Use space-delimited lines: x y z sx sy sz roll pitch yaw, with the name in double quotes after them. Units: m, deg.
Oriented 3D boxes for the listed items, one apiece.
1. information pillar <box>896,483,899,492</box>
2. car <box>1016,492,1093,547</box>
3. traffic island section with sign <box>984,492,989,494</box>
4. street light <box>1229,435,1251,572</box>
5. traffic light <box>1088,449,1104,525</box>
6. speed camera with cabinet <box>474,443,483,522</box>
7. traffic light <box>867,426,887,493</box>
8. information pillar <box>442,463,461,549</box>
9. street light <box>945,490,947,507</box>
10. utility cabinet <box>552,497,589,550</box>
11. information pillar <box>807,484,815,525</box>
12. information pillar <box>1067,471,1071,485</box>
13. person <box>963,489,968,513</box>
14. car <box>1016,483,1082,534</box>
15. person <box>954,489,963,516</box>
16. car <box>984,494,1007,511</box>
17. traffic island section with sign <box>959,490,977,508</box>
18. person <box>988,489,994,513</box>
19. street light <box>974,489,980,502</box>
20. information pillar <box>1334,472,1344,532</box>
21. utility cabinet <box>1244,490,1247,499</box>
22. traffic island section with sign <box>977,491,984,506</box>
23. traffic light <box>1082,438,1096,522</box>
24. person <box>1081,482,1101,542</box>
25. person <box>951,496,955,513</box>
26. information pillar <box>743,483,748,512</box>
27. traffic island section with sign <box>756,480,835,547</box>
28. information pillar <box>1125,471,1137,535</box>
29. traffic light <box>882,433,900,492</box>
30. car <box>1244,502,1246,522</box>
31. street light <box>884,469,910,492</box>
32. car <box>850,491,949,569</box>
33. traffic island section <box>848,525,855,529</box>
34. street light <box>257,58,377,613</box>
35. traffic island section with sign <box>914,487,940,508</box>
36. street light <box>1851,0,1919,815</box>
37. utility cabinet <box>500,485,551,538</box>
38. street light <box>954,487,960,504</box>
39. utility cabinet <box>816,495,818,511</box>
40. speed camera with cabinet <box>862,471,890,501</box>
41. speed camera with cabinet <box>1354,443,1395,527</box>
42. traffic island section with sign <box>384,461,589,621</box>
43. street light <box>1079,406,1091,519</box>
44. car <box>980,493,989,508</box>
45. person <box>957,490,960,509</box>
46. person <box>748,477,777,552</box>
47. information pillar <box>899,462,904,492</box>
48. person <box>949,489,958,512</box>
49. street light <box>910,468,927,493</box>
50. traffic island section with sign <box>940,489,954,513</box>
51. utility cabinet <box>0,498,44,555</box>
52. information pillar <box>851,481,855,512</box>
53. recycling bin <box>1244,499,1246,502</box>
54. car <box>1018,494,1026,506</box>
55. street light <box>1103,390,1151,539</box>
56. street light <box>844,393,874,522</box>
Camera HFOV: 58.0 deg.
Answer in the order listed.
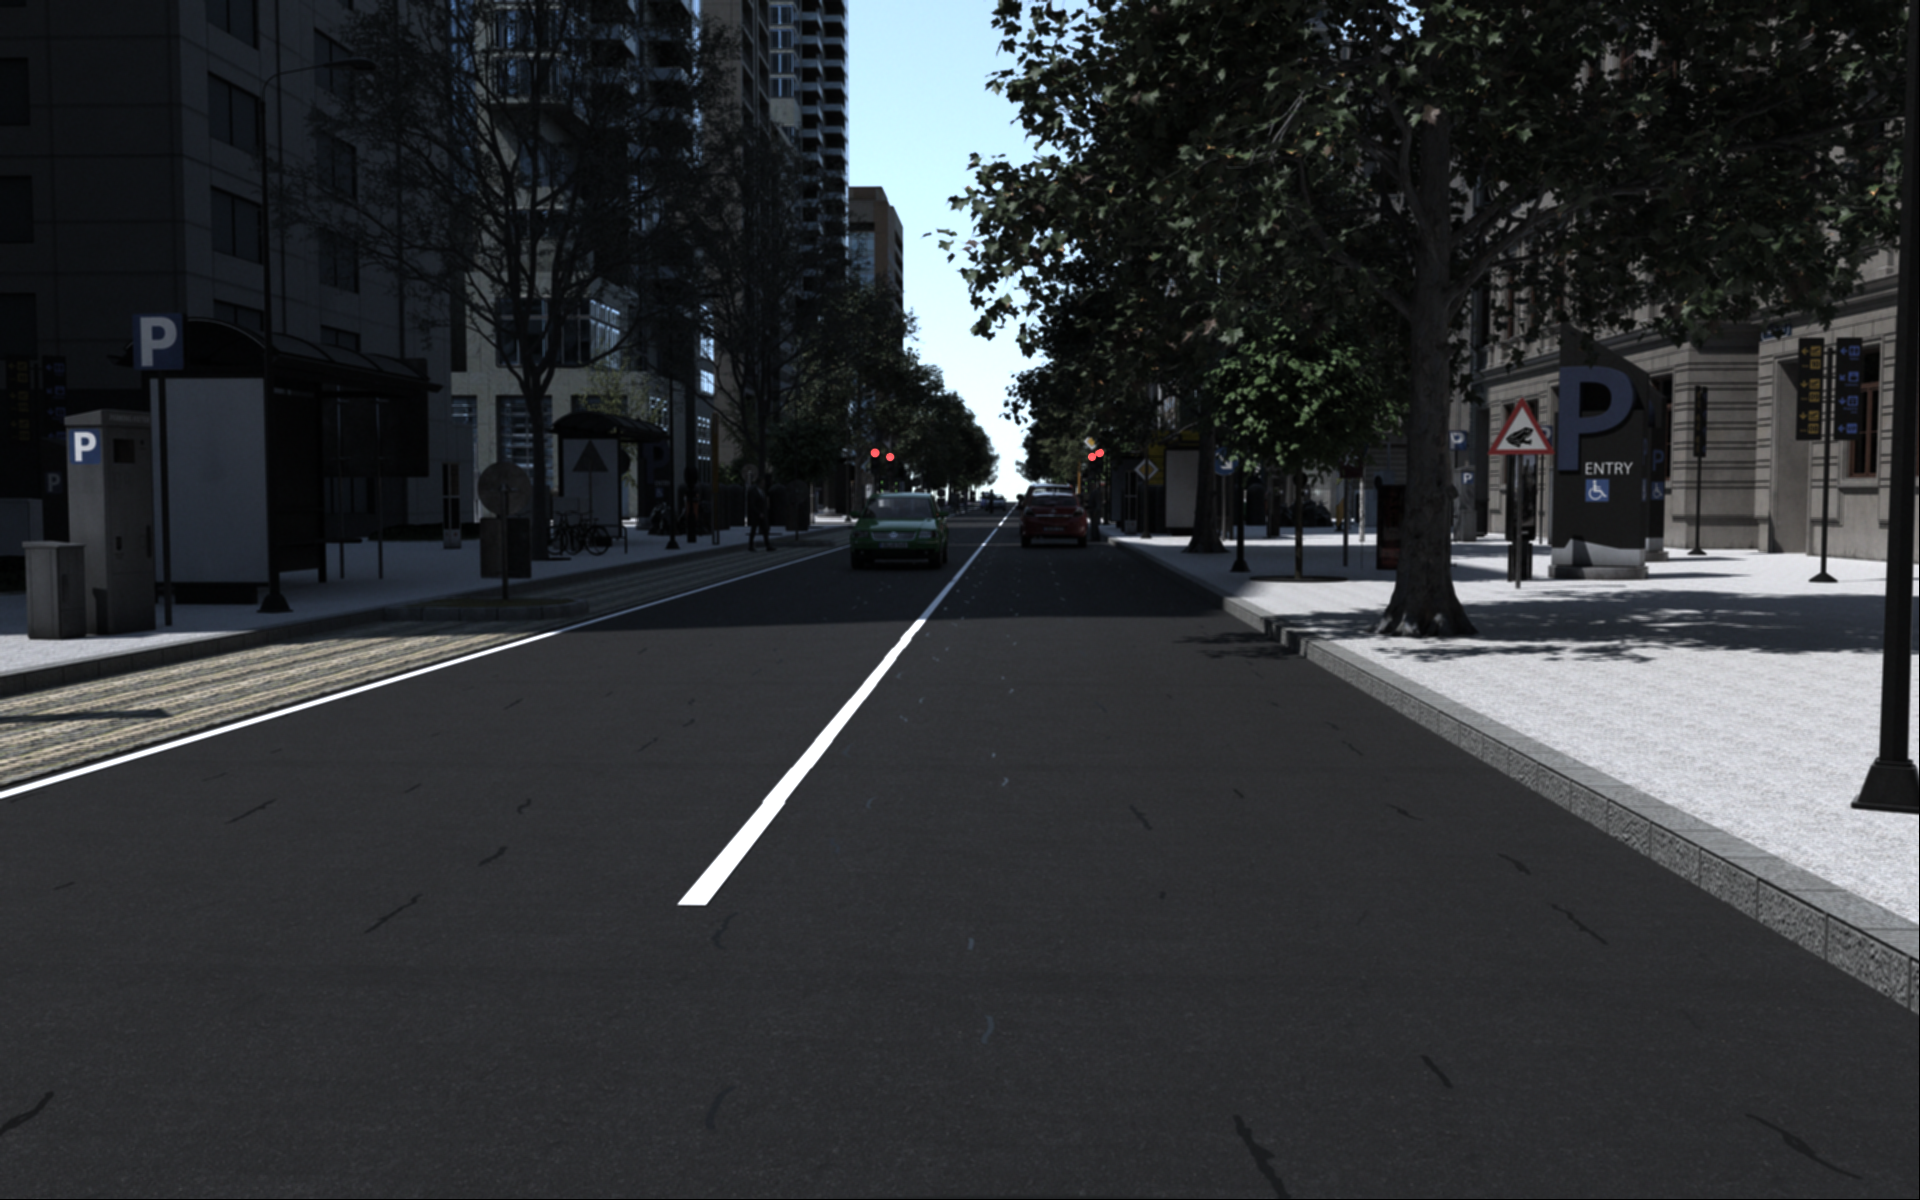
-4.091 -6.490 110.599 0.304 2.012 0.304 2 4 32 "information pillar"
2.615 -2.387 48.072 2.155 1.783 4.494 0 4 3 "car"
3.584 -15.448 261.200 1.989 1.847 2.006 0 4 2 "traffic island section with sign"
4.084 -3.418 28.432 1.470 5.913 1.316 0 4 2 "street light"
5.730 -5.051 71.497 0.839 4.253 0.868 0 4 2 "traffic light"
-19.105 -4.503 67.958 0.660 3.252 2.038 -1 4 -12 "speed camera with cabinet"
-3.475 -5.071 71.825 0.839 4.253 0.868 0 4 2 "traffic light"
-11.900 -2.205 40.539 0.304 2.012 0.304 3 5 42 "information pillar"
-1.735 -11.236 156.253 1.470 5.913 1.316 0 4 2 "street light"
-8.965 -1.758 39.909 1.020 1.237 0.306 3 5 41 "utility cabinet"
-6.315 -4.188 72.968 0.304 2.012 0.304 1 4 20 "information pillar"
9.447 -9.705 150.025 0.504 3.616 0.183 3 5 41 "information pillar"
0.414 -7.429 129.978 0.388 1.821 0.555 -2 4 -32 "person"
3.114 -3.145 60.092 2.281 1.827 5.304 0 4 0 "car"
-0.115 -6.491 114.903 0.573 1.790 0.520 0 4 3 "person"
3.041 -8.321 148.053 2.014 1.417 4.499 0 4 2 "car"
0.513 -10.436 179.252 1.989 1.847 2.006 0 4 2 "traffic island section with sign"
2.312 -7.384 129.412 0.473 1.802 0.592 2 4 23 "person"
2.166 -17.715 262.183 1.470 5.913 1.316 0 4 2 "street light"
13.083 -4.161 59.394 0.504 3.616 0.183 -3 5 -43 "information pillar"
17.465 -5.801 103.523 1.173 1.500 0.318 1 4 22 "utility cabinet"
1.537 -12.092 206.333 1.989 1.847 2.006 0 4 2 "traffic island section with sign"
6.030 -5.539 79.477 0.839 4.253 0.868 0 4 2 "traffic light"
3.985 -2.677 52.452 0.590 1.801 0.661 -1 4 -10 "person"
-0.417 -7.122 127.537 0.503 1.515 0.523 -1 4 -15 "person"
-14.603 -6.943 118.016 0.304 2.012 0.304 0 4 -6 "information pillar"
-4.446 -2.364 47.279 1.989 1.847 2.006 0 4 2 "traffic island section with sign"
5.378 -3.057 54.477 0.304 2.012 0.304 -1 4 -20 "information pillar"
-3.176 -5.559 79.805 0.839 4.253 0.868 0 4 2 "traffic light"
10.765 -4.145 76.570 4.718 1.807 1.959 0 4 0 "car"
-3.856 -7.904 101.774 1.470 5.913 1.316 0 4 2 "street light"
-1.180 -1.587 34.740 1.959 1.807 4.718 0 4 2 "car"
-3.515 -3.039 71.962 2.009 0.180 2.903 0 4 2 "traffic island section"
-6.905 -2.818 18.619 1.470 5.913 1.316 0 4 2 "street light"
-2.357 -5.762 102.830 1.989 1.847 2.006 0 4 2 "traffic island section with sign"
3.284 -2.105 6.952 1.470 5.913 1.316 0 4 2 "street light"
-10.694 -2.075 42.605 1.173 1.500 0.318 -2 4 -33 "utility cabinet"
-0.997 -12.566 177.991 1.470 5.913 1.316 0 4 2 "street light"
-10.612 -7.101 127.261 0.306 1.237 1.020 0 4 -2 "utility cabinet"
-5.101 -6.886 106.914 2.038 3.252 0.660 -2 4 -34 "speed camera with cabinet"
16.257 -4.502 67.948 0.660 3.252 2.038 -1 4 -19 "speed camera with cabinet"
-5.463 -0.716 20.343 1.989 1.847 2.006 0 4 2 "traffic island section with sign"
5.506 -6.046 71.398 1.470 5.913 1.316 0 4 2 "street light"
2.979 -10.226 176.787 1.945 1.707 3.694 0 4 4 "car"
-0.221 -9.384 161.951 0.705 1.821 1.348 0 4 -6 "person"
-4.918 -2.116 42.881 0.755 1.850 0.659 2 4 29 "person"
-3.772 -7.347 111.480 0.183 3.616 0.504 -3 5 -39 "information pillar"
-0.532 -7.664 133.784 0.713 1.824 0.794 -1 4 -21 "person"
-3.034 -9.218 123.253 1.470 5.913 1.316 0 4 2 "street light"
-1.349 -7.409 129.767 1.989 1.847 2.006 0 4 2 "traffic island section with sign"
-14.372 -0.939 26.515 1.020 1.237 0.306 2 4 34 "utility cabinet"
-5.971 -5.697 97.637 0.304 2.012 0.304 -1 4 -15 "information pillar"
15.461 -4.877 92.293 0.722 1.027 0.722 -3 5 -43 "recycling bin"
7.448 -11.306 194.636 2.009 1.686 4.222 0 4 3 "car"
4.842 -4.732 49.913 1.470 5.913 1.316 0 4 2 "street light"
-4.634 -6.566 79.890 1.470 5.913 1.316 0 4 2 "street light"
